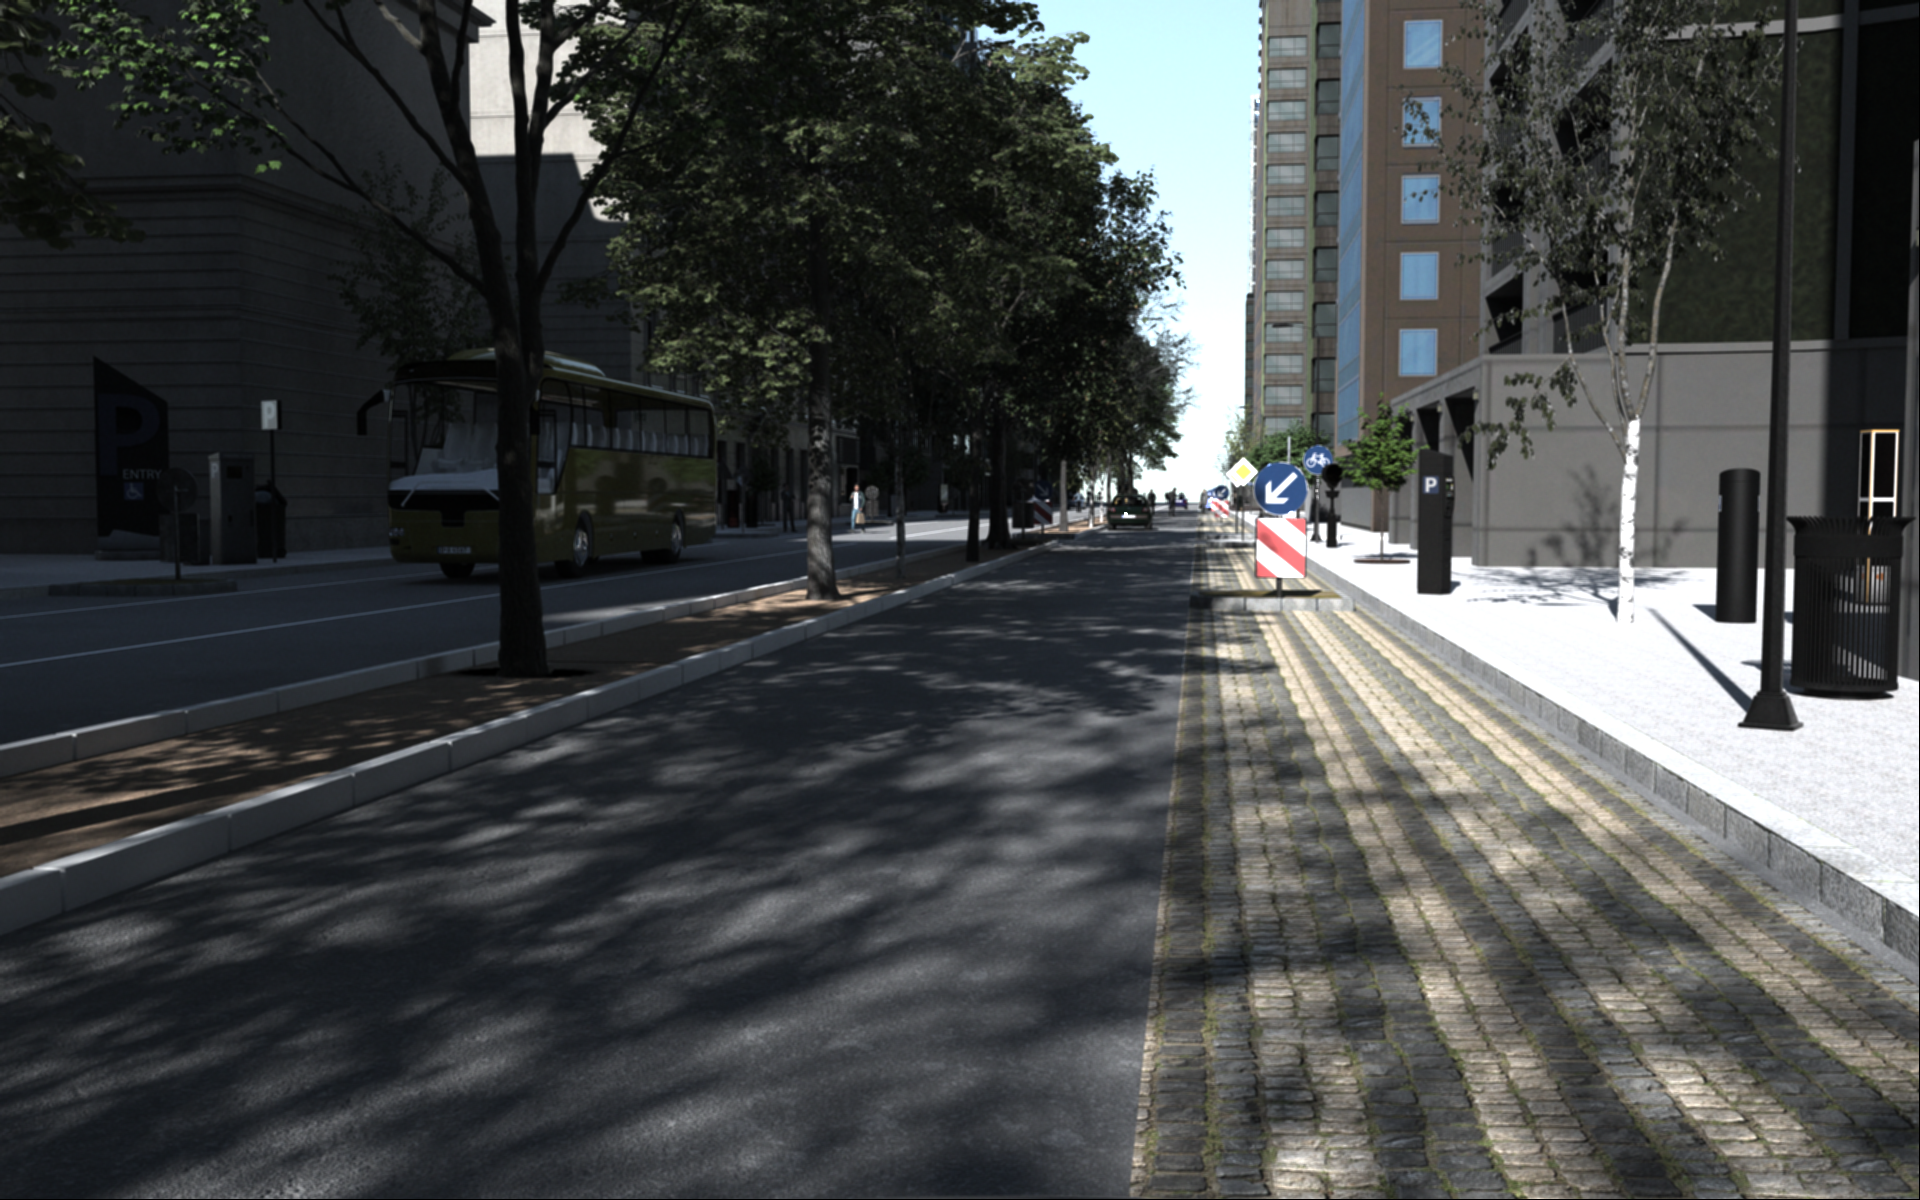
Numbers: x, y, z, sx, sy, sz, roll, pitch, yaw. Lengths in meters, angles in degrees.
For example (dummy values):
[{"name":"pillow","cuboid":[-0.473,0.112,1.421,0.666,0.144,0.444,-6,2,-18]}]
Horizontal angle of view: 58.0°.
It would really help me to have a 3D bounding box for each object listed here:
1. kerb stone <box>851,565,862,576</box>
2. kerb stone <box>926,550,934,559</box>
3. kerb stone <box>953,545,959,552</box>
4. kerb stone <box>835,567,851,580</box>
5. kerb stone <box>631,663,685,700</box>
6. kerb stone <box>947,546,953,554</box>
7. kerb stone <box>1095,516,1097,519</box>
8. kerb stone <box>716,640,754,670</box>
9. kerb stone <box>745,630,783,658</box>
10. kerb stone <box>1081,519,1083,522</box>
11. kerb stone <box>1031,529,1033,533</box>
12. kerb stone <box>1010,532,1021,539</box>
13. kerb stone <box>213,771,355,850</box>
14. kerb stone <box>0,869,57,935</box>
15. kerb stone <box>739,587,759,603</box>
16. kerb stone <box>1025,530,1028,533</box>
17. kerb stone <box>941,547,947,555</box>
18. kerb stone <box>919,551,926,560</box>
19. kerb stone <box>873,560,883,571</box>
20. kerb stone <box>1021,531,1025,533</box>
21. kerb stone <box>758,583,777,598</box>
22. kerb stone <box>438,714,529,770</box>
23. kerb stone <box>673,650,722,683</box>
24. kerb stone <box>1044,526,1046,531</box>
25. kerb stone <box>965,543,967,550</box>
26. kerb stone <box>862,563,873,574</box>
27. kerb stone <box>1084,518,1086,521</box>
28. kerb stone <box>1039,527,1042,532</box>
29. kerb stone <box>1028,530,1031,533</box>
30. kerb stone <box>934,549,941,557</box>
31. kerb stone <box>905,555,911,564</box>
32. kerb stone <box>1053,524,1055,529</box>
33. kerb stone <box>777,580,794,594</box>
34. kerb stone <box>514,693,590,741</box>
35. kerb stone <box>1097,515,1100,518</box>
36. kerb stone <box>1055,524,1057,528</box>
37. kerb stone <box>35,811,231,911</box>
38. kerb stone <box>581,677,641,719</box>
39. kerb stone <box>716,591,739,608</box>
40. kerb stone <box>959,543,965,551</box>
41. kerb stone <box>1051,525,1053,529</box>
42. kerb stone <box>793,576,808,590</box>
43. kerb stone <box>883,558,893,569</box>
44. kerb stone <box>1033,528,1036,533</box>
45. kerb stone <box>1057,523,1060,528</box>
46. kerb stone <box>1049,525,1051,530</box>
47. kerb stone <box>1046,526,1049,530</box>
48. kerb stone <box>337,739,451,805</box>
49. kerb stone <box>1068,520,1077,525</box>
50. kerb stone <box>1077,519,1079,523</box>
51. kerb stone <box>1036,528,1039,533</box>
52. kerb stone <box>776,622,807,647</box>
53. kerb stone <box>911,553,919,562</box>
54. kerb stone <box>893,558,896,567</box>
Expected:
[{"name":"kerb stone","cuboid":[-1.908,-0.479,30.082,0.120,0.150,1.000,0,4,8]},{"name":"kerb stone","cuboid":[-0.773,-0.980,38.224,0.120,0.150,1.000,0,4,8]},{"name":"kerb stone","cuboid":[-0.210,-1.229,42.284,0.120,0.150,1.000,0,4,8]},{"name":"kerb stone","cuboid":[-2.035,-0.420,29.067,0.120,0.150,1.000,0,4,8]},{"name":"kerb stone","cuboid":[-2.216,0.595,12.528,0.120,0.150,1.000,0,4,8]},{"name":"kerb stone","cuboid":[-0.354,-1.158,41.272,0.120,0.150,1.000,0,4,8]},{"name":"kerb stone","cuboid":[7.468,-4.614,97.627,0.120,0.150,1.000,0,4,8]},{"name":"kerb stone","cuboid":[-1.936,0.472,14.559,0.120,0.150,1.000,0,4,8]},{"name":"kerb stone","cuboid":[-1.792,0.405,15.571,0.120,0.150,1.000,0,4,8]},{"name":"kerb stone","cuboid":[5.923,-3.932,86.476,0.120,0.150,1.000,0,4,8]},{"name":"kerb stone","cuboid":[2.394,-2.378,61.102,0.120,0.150,1.000,0,4,8]},{"name":"kerb stone","cuboid":[1.831,-2.131,57.040,0.120,0.150,1.000,0,4,8]},{"name":"kerb stone","cuboid":[-2.918,0.905,7.465,0.120,0.150,1.000,0,4,8]},{"name":"kerb stone","cuboid":[-3.201,1.027,5.432,0.120,0.150,1.000,0,4,8]},{"name":"kerb stone","cuboid":[-2.882,-0.046,22.971,0.120,0.150,1.000,0,4,8]},{"name":"kerb stone","cuboid":[2.120,-2.251,59.073,0.120,0.150,1.000,0,4,8]},{"name":"kerb stone","cuboid":[-0.495,-1.103,40.260,0.120,0.150,1.000,0,4,8]},{"name":"kerb stone","cuboid":[-0.913,-0.915,37.206,0.120,0.150,1.000,0,4,8]},{"name":"kerb stone","cuboid":[-1.628,-0.606,32.114,0.120,0.150,1.000,0,4,8]},{"name":"kerb stone","cuboid":[1.979,-2.190,58.057,0.120,0.150,1.000,0,4,8]},{"name":"kerb stone","cuboid":[-2.745,-0.109,23.984,0.120,0.150,1.000,0,4,8]},{"name":"kerb stone","cuboid":[-2.627,0.779,9.489,0.120,0.150,1.000,0,4,8]},{"name":"kerb stone","cuboid":[-2.075,0.529,13.546,0.120,0.150,1.000,0,4,8]},{"name":"kerb stone","cuboid":[3.097,-2.690,66.182,0.120,0.150,1.000,0,4,8]},{"name":"kerb stone","cuboid":[0.073,-1.347,44.317,0.120,0.150,1.000,0,4,8]},{"name":"kerb stone","cuboid":[-1.761,-0.545,31.099,0.120,0.150,1.000,0,4,8]},{"name":"kerb stone","cuboid":[6.199,-4.048,88.502,0.120,0.150,1.000,0,4,8]},{"name":"kerb stone","cuboid":[2.822,-2.566,64.152,0.120,0.150,1.000,0,4,8]},{"name":"kerb stone","cuboid":[2.253,-2.317,60.086,0.120,0.150,1.000,0,4,8]},{"name":"kerb stone","cuboid":[-0.630,-1.043,39.242,0.120,0.150,1.000,0,4,8]},{"name":"kerb stone","cuboid":[-1.194,-0.793,35.168,0.120,0.150,1.000,0,4,8]},{"name":"kerb stone","cuboid":[3.658,-2.940,70.266,0.120,0.150,1.000,0,4,8]},{"name":"kerb stone","cuboid":[-2.606,-0.164,25.000,0.120,0.150,1.000,0,4,8]},{"name":"kerb stone","cuboid":[-2.494,0.715,10.502,0.120,0.150,1.000,0,4,8]},{"name":"kerb stone","cuboid":[8.161,-4.920,102.695,0.120,0.150,1.000,0,4,8]},{"name":"kerb stone","cuboid":[3.806,-3.002,71.280,0.120,0.150,1.000,0,4,8]},{"name":"kerb stone","cuboid":[-3.058,0.963,6.445,0.120,0.150,1.000,0,4,8]},{"name":"kerb stone","cuboid":[-2.354,0.656,11.515,0.120,0.150,1.000,0,4,8]},{"name":"kerb stone","cuboid":[-3.026,0.016,21.959,0.120,0.150,1.000,0,4,8]},{"name":"kerb stone","cuboid":[-0.069,-1.289,43.302,0.120,0.150,1.000,0,4,8]},{"name":"kerb stone","cuboid":[3.532,-2.877,69.244,0.120,0.150,1.000,0,4,8]},{"name":"kerb stone","cuboid":[-2.462,-0.230,26.012,0.120,0.150,1.000,0,4,8]},{"name":"kerb stone","cuboid":[-1.483,-0.669,33.128,0.120,0.150,1.000,0,4,8]},{"name":"kerb stone","cuboid":[2.536,-2.442,62.119,0.120,0.150,1.000,0,4,8]},{"name":"kerb stone","cuboid":[3.952,-3.060,72.292,0.120,0.150,1.000,0,4,8]},{"name":"kerb stone","cuboid":[3.388,-2.815,68.224,0.120,0.150,1.000,0,4,8]},{"name":"kerb stone","cuboid":[3.238,-2.753,67.211,0.120,0.150,1.000,0,4,8]},{"name":"kerb stone","cuboid":[-2.777,0.841,8.477,0.120,0.150,1.000,0,4,8]},{"name":"kerb stone","cuboid":[5.353,-3.684,82.428,0.120,0.150,1.000,0,4,8]},{"name":"kerb stone","cuboid":[5.495,-3.745,83.440,0.120,0.150,1.000,0,4,8]},{"name":"kerb stone","cuboid":[2.687,-2.504,63.132,0.120,0.150,1.000,0,4,8]},{"name":"kerb stone","cuboid":[-1.656,0.343,16.584,0.120,0.150,1.000,0,4,8]},{"name":"kerb stone","cuboid":[-1.052,-0.856,36.193,0.120,0.150,1.000,0,4,8]},{"name":"kerb stone","cuboid":[-1.345,-0.731,34.141,0.120,0.150,1.000,0,4,8]}]
